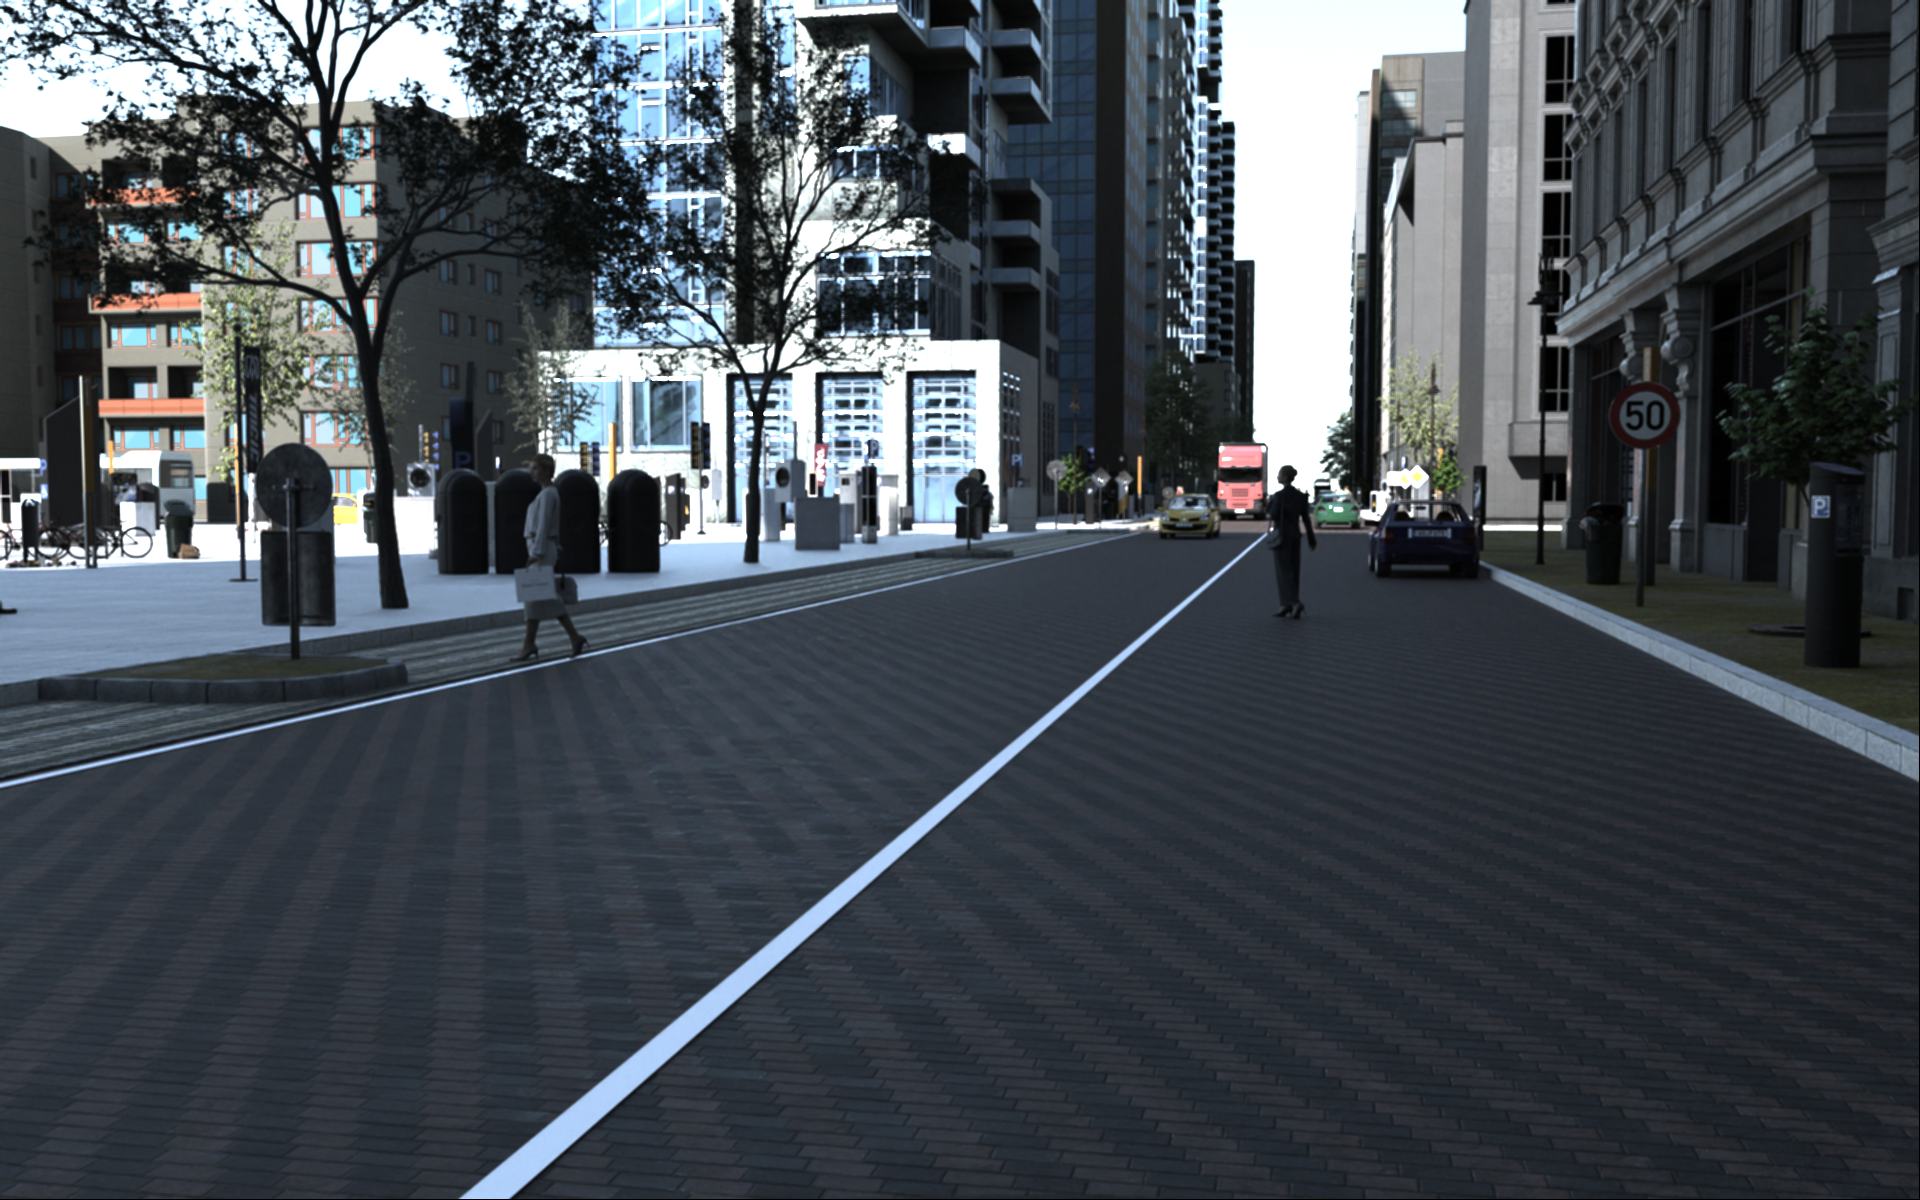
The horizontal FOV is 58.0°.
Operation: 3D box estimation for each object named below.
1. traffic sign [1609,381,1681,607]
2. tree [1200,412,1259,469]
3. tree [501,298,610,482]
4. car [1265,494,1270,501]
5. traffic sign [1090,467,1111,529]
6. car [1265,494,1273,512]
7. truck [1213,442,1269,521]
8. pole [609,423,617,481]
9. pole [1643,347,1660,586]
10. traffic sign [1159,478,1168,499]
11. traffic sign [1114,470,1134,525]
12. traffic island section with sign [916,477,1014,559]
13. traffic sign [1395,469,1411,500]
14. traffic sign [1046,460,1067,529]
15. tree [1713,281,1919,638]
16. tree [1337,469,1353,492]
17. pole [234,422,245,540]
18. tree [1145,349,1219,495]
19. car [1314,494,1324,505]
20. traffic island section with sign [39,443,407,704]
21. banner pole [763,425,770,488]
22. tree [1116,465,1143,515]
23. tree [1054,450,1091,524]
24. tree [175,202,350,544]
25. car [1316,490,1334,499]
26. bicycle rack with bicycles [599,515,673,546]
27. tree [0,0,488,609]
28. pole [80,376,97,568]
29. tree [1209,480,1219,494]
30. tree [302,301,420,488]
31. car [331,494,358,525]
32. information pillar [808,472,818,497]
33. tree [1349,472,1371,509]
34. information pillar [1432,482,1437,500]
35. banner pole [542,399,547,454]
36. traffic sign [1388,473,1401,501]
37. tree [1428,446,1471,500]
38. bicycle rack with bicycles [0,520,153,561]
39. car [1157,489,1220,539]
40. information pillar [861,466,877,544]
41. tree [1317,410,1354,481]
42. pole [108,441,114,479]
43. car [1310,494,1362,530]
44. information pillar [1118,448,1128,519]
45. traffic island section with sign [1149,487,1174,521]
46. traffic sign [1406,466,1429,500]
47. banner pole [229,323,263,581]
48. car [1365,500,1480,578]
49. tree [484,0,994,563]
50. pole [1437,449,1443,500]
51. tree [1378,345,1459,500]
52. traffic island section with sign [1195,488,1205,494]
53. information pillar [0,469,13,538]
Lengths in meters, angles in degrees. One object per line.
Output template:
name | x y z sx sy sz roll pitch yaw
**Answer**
traffic sign | 7.760 -1.198 19.691 0.768 2.556 0.104 1 4 14
tree | 34.466 -17.957 219.347 9.928 11.665 9.643 0 3 0
tree | -14.963 -6.916 63.433 4.360 8.622 3.978 0 3 0
car | 28.210 -9.024 157.767 2.015 1.641 3.980 1 4 10
traffic sign | 5.129 -3.647 63.273 0.795 2.450 0.064 1 4 11
car | 25.743 -8.021 140.178 2.155 1.783 4.494 1 4 13
truck | 15.738 -6.555 96.088 2.839 4.237 11.283 1 4 11
pole | -9.963 -3.421 49.770 0.158 3.312 0.155 0 3 0
pole | 9.612 -1.854 24.160 0.158 3.312 0.155 0 3 0
traffic sign | 12.835 -6.555 109.303 0.606 2.300 0.079 1 4 19
traffic sign | 6.726 -4.126 71.097 0.795 2.450 0.064 1 4 11
traffic island section with sign | 0.158 -1.866 39.138 1.989 1.847 2.006 1 4 11
traffic sign | 17.691 -3.988 68.847 0.795 2.450 0.064 1 4 11
traffic sign | 3.570 -3.920 64.196 0.768 2.556 0.104 1 4 14
tree | 7.796 -1.306 15.955 1.663 3.219 1.824 0 3 0
tree | 50.705 -14.813 225.907 4.285 4.588 4.351 0 3 0
pole | -20.219 -3.350 48.613 0.158 3.312 0.155 0 3 0
tree | 16.372 -13.318 135.877 7.486 12.596 7.792 0 3 0
car | 34.589 -9.307 164.171 2.014 1.417 4.499 1 4 11
traffic island section with sign | -5.219 -0.250 12.723 1.989 1.847 2.006 1 4 11
banner pole | -7.008 -4.445 62.693 0.401 3.779 0.863 -2 4 -24
tree | 10.491 -6.775 105.371 1.663 3.219 1.824 0 3 0
tree | 4.863 -4.903 74.773 1.663 3.219 1.824 0 3 0
tree | -18.119 -5.757 44.481 4.737 8.622 4.395 0 3 0
car | 37.733 -10.366 178.150 2.281 1.827 5.304 1 4 13
bicycle rack with bicycles | -8.455 -1.818 43.101 2.925 0.926 2.852 1 4 18
tree | -6.651 -5.196 19.371 7.601 10.594 8.767 2 4 30
pole | -15.077 -2.209 29.958 0.158 3.312 0.155 0 3 0
tree | 30.557 -12.802 203.905 1.663 3.219 1.824 0 3 0
tree | -22.310 -7.032 65.333 4.360 8.622 3.978 0 3 0
car | -25.796 -3.890 73.828 3.980 1.641 2.015 1 4 12
information pillar | -4.933 -3.282 58.153 0.304 2.012 0.304 0 4 -1
tree | 34.461 -9.420 148.623 1.663 3.219 1.824 0 3 0
information pillar | 23.128 -4.873 84.160 0.304 2.012 0.304 -2 4 -26
banner pole | -10.942 -3.408 45.732 0.401 3.779 0.863 -1 4 -16
traffic sign | 20.303 -4.820 80.931 0.606 2.300 0.079 1 4 13
tree | 19.359 -4.520 68.507 1.663 3.219 1.824 0 3 0
bicycle rack with bicycles | -17.616 -1.286 34.402 2.925 0.926 2.852 -1 4 -16
car | 7.519 -2.834 56.557 2.015 1.641 3.980 1 4 13
information pillar | -2.358 -2.480 45.046 0.304 2.012 0.304 -3 4 -37
tree | 52.028 -19.260 233.019 7.486 12.596 7.792 0 3 0
pole | -32.554 -4.443 66.490 0.158 3.312 0.155 0 3 0
car | 15.558 -3.655 71.555 2.131 1.459 4.920 1 4 11
information pillar | 8.228 -5.886 87.592 0.504 3.616 0.183 -1 4 -16
traffic island section with sign | 11.292 -5.198 93.607 1.989 1.847 2.006 1 4 11
traffic sign | 16.094 -3.509 61.022 0.795 2.450 0.064 1 4 11
banner pole | -10.559 -2.183 25.713 0.401 3.779 0.863 1 4 8
car | 8.268 -1.129 31.047 1.945 1.354 3.894 1 4 11
tree | -3.867 -5.958 31.828 8.767 10.594 7.601 -1 4 -12
pole | 21.566 -5.137 77.835 0.158 3.312 0.155 0 3 0
tree | 22.946 -8.333 86.600 4.737 8.622 4.395 0 3 0
traffic island section with sign | 16.682 -6.813 120.020 1.989 1.847 2.006 1 4 11
information pillar | -27.669 -2.796 50.200 0.304 2.012 0.304 -2 4 -35
